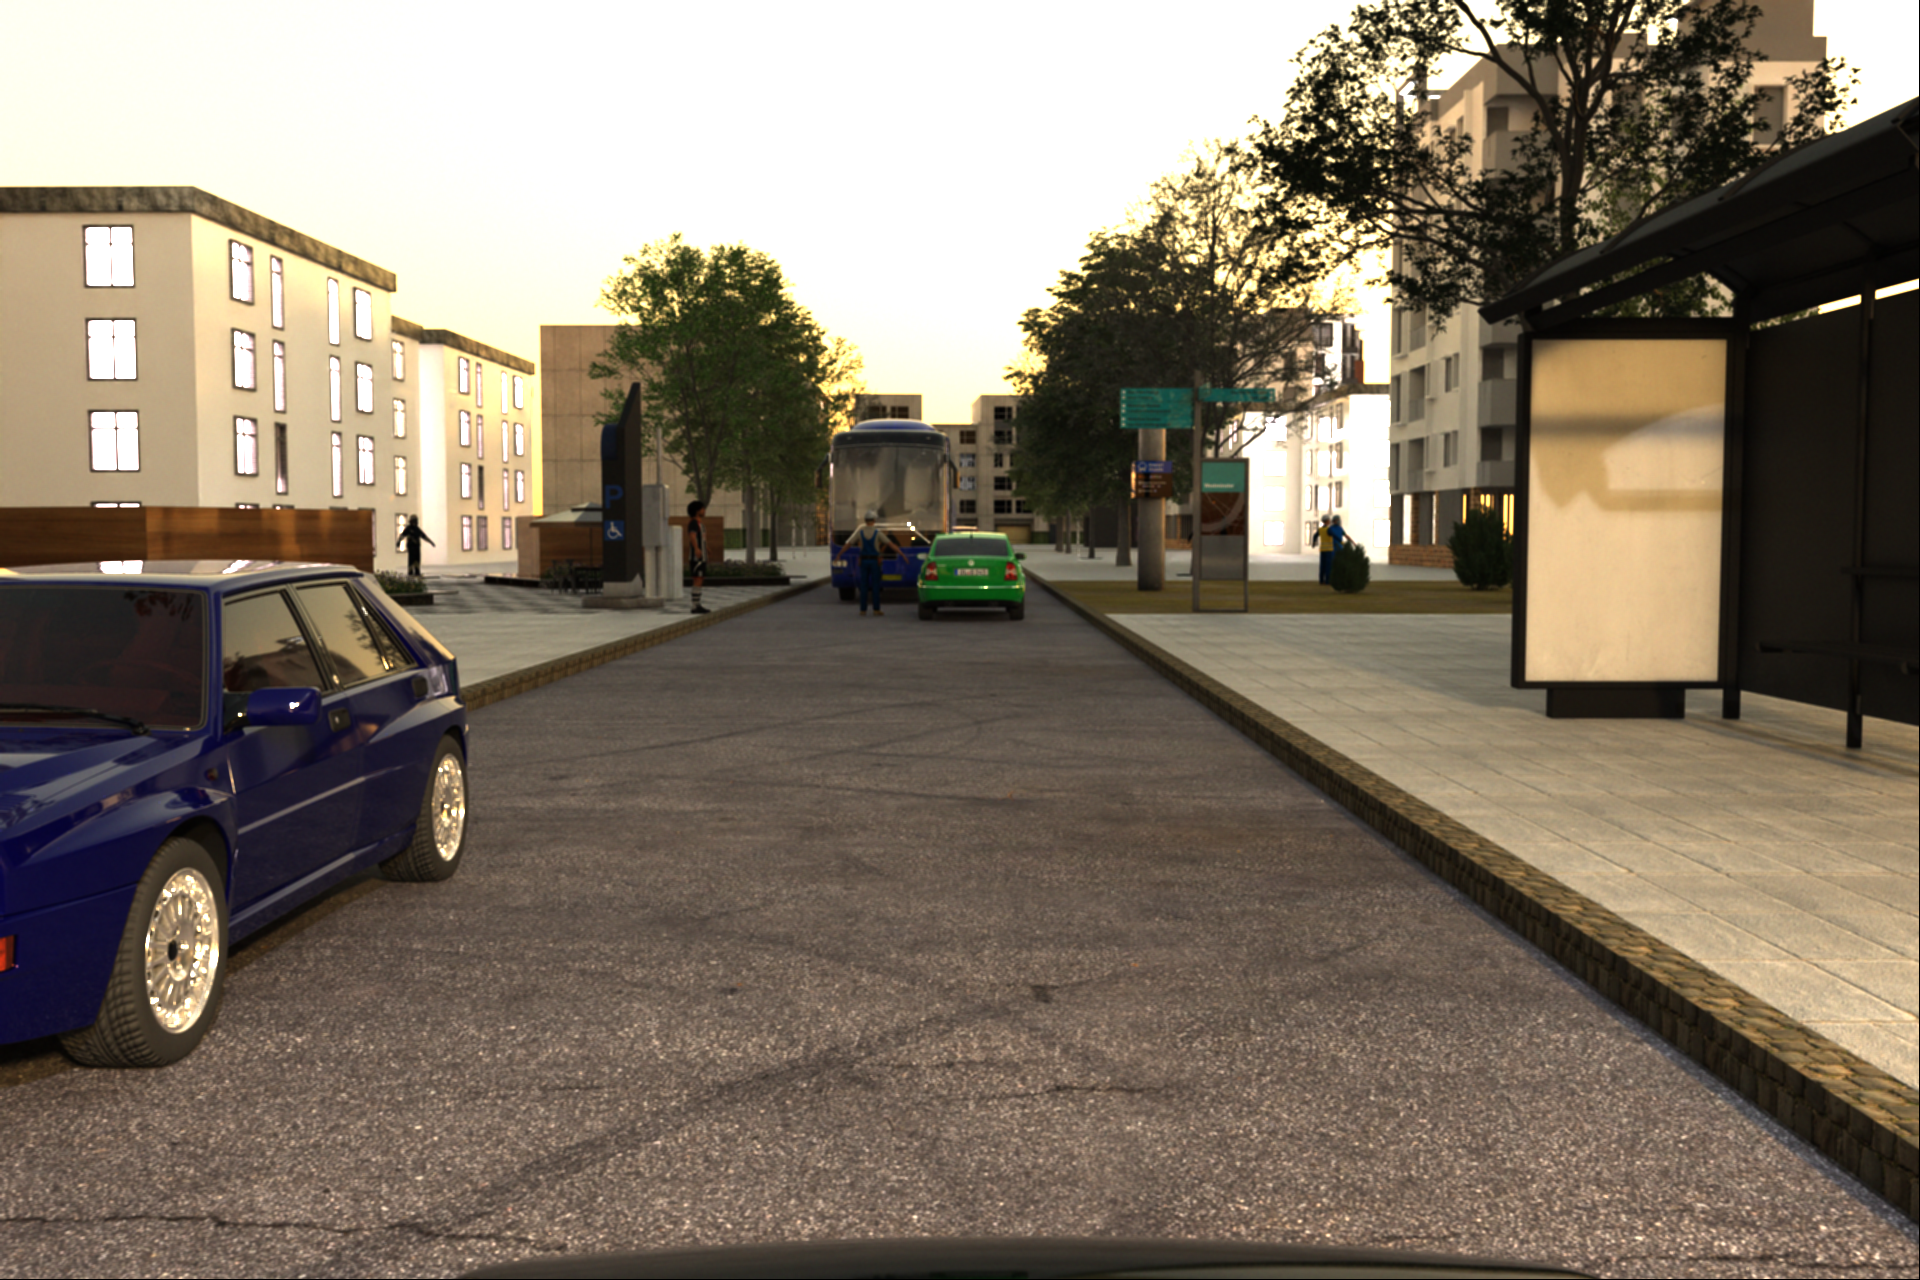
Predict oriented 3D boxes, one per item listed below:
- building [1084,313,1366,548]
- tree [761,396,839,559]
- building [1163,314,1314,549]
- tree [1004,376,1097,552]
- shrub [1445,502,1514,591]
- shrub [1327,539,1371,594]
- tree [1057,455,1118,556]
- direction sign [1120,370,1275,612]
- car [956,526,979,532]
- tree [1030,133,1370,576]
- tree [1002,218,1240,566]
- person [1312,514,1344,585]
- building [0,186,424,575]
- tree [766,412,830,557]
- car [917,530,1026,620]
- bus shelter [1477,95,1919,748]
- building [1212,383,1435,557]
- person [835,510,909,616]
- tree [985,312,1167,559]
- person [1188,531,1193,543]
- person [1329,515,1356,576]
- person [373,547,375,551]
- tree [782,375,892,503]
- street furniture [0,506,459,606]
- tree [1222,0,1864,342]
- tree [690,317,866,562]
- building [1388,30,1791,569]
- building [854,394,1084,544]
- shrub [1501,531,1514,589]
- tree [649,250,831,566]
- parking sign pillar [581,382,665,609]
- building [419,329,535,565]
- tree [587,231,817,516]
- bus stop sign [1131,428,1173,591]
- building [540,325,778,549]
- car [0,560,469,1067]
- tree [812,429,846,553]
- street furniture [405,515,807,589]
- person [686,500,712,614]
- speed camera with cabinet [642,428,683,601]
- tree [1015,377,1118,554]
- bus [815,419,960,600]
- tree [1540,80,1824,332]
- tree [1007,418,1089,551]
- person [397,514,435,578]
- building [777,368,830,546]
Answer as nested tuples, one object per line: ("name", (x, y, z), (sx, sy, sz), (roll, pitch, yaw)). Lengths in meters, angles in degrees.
("building", (26.423, -20.353, 176.739), (27.936, 21.610, 32.646), (0, 4, 0))
("tree", (-8.395, -8.521, 89.684), (4.737, 8.622, 4.395), (0, 3, 0))
("building", (23.270, -18.353, 156.487), (16.016, 20.090, 11.380), (0, 4, 0))
("tree", (7.026, -12.507, 122.616), (7.486, 12.596, 7.792), (0, 3, 0))
("shrub", (11.956, -2.146, 39.500), (1.690, 2.028, 1.600), (0, 3, 0))
("shrub", (8.406, -1.606, 37.383), (1.383, 1.207, 1.383), (0, 3, 0))
("tree", (6.622, -9.176, 100.390), (4.360, 8.622, 3.978), (0, 3, 0))
("direction sign", (3.881, -2.386, 27.768), (2.525, 3.948, 1.411), (0, 4, -1))
("car", (0.164, -4.770, 86.663), (2.281, 1.827, 5.304), (0, 4, -1))
("tree", (7.385, -8.708, 52.745), (12.009, 13.543, 11.850), (0, 3, 0))
("tree", (6.476, -9.941, 69.194), (9.857, 13.997, 8.962), (0, 3, 0))
("person", (9.233, -2.260, 43.413), (0.721, 1.772, 1.216), (-2, 4, -30))
("building", (-22.694, -6.966, 56.046), (9.099, 9.664, 28.070), (0, 4, 1))
("tree", (-8.555, -8.967, 96.973), (4.360, 8.622, 3.978), (0, 3, 0))
("car", (0.201, -1.314, 30.286), (1.959, 1.807, 4.718), (0, 4, 0))
("bus shelter", (4.635, -0.953, 9.506), (2.014, 3.302, 5.546), (0, 4, 0))
("building", (22.433, -10.300, 110.551), (9.099, 9.664, 28.070), (0, 4, 0))
("person", (-1.574, -1.356, 30.490), (1.347, 1.847, 0.705), (1, 4, 10))
("tree", (6.923, -10.983, 89.939), (12.009, 13.543, 11.850), (0, 3, 0))
("person", (9.223, -3.707, 66.542), (0.705, 1.837, 1.347), (-3, 5, -42))
("person", (10.590, -2.602, 48.667), (1.347, 1.817, 0.704), (-2, 4, -32))
("person", (-13.503, -1.944, 38.014), (1.346, 1.802, 0.704), (0, 4, -1))
("tree", (-8.445, -13.599, 132.716), (12.009, 13.543, 11.850), (0, 3, 0))
("street furniture", (-13.716, -1.358, 29.053), (11.010, 1.723, 9.812), (2, 4, 24))
("tree", (6.266, -5.186, 19.210), (7.601, 10.594, 8.767), (-2, 4, -26))
("tree", (-8.608, -9.499, 81.071), (9.928, 11.665, 9.643), (0, 3, 0))
("building", (23.137, -13.149, 71.410), (16.016, 20.090, 11.380), (0, 4, 0))
("building", (2.058, -21.813, 225.560), (31.486, 18.905, 16.747), (0, 4, -4))
("shrub", (11.036, -1.725, 32.624), (1.690, 2.028, 1.600), (0, 3, 0))
("tree", (-8.873, -9.271, 69.705), (7.486, 12.596, 7.792), (0, 3, 0))
("parking sign pillar", (-5.888, -2.552, 30.190), (1.447, 3.967, 1.447), (0, 4, 2))
("building", (-25.358, -8.741, 85.060), (9.099, 9.664, 28.070), (0, 4, 1))
("tree", (-8.707, -8.137, 58.792), (9.928, 11.665, 9.643), (0, 3, 0))
("bus stop sign", (4.342, -3.070, 39.218), (0.837, 3.901, 0.837), (0, 4, -1))
("building", (-27.116, -18.092, 162.260), (16.747, 18.905, 31.486), (0, 4, 0))
("car", (-2.958, 0.410, 5.876), (1.945, 1.354, 3.894), (0, 4, 0))
("tree", (-8.600, -10.015, 114.107), (4.737, 8.622, 4.395), (0, 3, 0))
("street furniture", (-7.607, -2.266, 43.898), (11.010, 1.723, 9.812), (-2, 4, -30))
("person", (-4.220, -1.341, 28.064), (0.704, 1.843, 1.345), (0, 4, -1))
("speed camera with cabinet", (-5.769, -2.367, 33.033), (0.660, 3.252, 2.038), (0, 4, 2))
("tree", (7.406, -11.929, 113.166), (7.486, 12.596, 7.792), (0, 3, 0))
("bus", (-1.408, -3.005, 40.685), (2.896, 3.916, 12.251), (0, 4, 0))
("tree", (11.729, -4.767, 28.311), (4.737, 8.622, 4.395), (0, 3, 0))
("tree", (7.420, -13.046, 131.431), (7.486, 12.596, 7.792), (0, 3, 0))
("person", (-15.937, -2.741, 50.602), (0.705, 1.856, 1.354), (2, 4, 32))
("building", (-24.260, -21.923, 189.376), (19.493, 23.208, 18.063), (0, 4, 0))
